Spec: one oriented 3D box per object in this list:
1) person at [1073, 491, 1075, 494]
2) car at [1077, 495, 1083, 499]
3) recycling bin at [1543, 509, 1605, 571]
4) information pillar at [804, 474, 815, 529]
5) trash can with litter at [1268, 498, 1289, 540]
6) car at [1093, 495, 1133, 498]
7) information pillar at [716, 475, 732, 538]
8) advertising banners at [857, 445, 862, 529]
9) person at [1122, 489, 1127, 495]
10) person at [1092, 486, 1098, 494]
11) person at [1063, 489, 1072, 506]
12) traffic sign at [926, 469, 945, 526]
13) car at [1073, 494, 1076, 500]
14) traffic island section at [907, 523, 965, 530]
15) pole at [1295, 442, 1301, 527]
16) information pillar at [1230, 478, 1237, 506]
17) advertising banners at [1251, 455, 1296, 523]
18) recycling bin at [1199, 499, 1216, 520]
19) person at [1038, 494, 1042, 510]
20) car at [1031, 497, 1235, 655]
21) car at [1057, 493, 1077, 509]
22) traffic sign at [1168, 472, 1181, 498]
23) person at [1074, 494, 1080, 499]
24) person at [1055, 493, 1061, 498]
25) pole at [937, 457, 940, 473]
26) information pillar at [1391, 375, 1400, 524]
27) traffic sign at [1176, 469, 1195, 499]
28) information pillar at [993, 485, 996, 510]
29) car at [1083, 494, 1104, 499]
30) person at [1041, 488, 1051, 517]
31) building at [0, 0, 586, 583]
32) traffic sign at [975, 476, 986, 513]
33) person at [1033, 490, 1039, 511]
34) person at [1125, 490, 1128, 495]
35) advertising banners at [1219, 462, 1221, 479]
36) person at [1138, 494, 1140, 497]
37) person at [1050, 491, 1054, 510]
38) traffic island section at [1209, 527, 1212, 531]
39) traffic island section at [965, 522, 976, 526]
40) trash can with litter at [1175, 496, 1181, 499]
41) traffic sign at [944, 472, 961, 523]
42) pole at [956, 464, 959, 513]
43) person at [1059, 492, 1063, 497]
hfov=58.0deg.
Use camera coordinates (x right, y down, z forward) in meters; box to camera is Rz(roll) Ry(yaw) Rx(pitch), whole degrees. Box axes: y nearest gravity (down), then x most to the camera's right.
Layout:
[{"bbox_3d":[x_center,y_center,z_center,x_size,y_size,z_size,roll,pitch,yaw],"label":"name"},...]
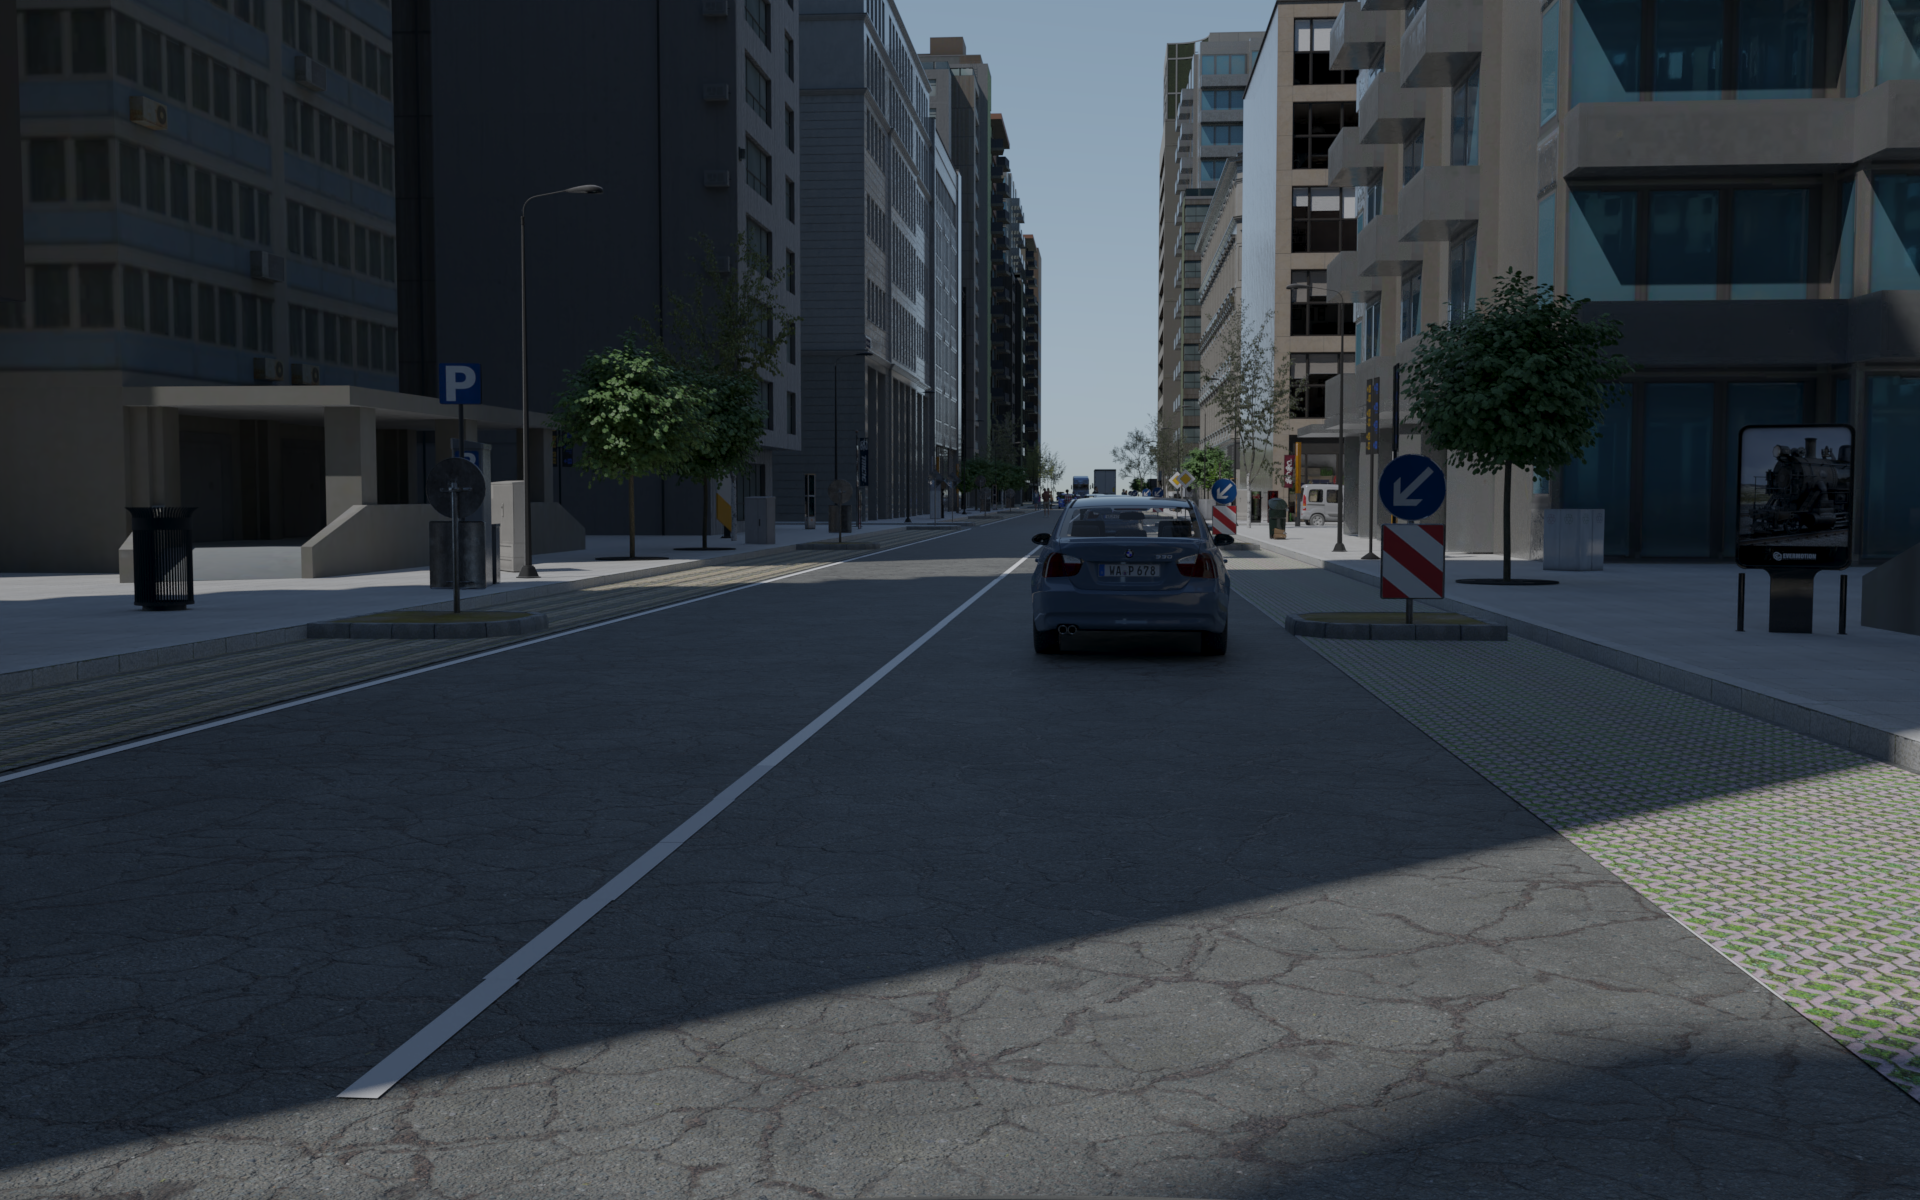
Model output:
[{"bbox_3d":[13.935,-12.343,210.864,0.434,1.755,0.990,2,4,30],"label":"person"},{"bbox_3d":[13.507,-11.710,204.043,1.945,1.354,3.894,0,4,7],"label":"car"},{"bbox_3d":[10.324,-1.014,29.140,0.722,1.027,0.722,-2,4,-34],"label":"recycling bin"},{"bbox_3d":[-5.458,-3.579,63.002,0.304,2.012,0.304,-2,4,-30],"label":"information pillar"},{"bbox_3d":[9.069,-2.300,48.990,0.624,1.170,1.055,0,4,0],"label":"trash can with litter"},{"bbox_3d":[4.627,-2.449,52.037,2.014,1.417,4.499,0,4,6],"label":"car"},{"bbox_3d":[-6.819,-3.593,50.105,0.504,3.616,0.183,-3,4,-38],"label":"information pillar"},{"bbox_3d":[-3.682,-4.099,63.205,0.090,3.025,2.074,0,4,1],"label":"advertising banners"},{"bbox_3d":[13.112,-7.969,138.573,0.755,1.850,0.659,-1,4,-11],"label":"person"},{"bbox_3d":[8.349,-5.989,105.783,0.474,1.900,0.648,-3,4,-36],"label":"person"},{"bbox_3d":[6.290,-5.583,100.612,0.563,1.720,0.643,-2,4,-35],"label":"person"},{"bbox_3d":[-1.003,-4.060,70.028,0.795,2.450,0.064,0,4,5],"label":"traffic sign"},{"bbox_3d":[12.165,-11.070,193.003,2.014,1.417,4.499,0,4,4],"label":"car"},{"bbox_3d":[-1.028,-2.924,70.092,2.009,0.180,2.903,0,4,5],"label":"traffic island section"},{"bbox_3d":[13.349,-4.559,68.381,0.158,3.312,0.155,0,3,0],"label":"pole"},{"bbox_3d":[12.770,-4.667,80.801,0.304,2.012,0.304,1,4,12],"label":"information pillar"},{"bbox_3d":[13.864,-4.934,76.866,2.074,3.025,0.090,0,4,-4],"label":"advertising banners"},{"bbox_3d":[12.317,-4.485,85.890,0.722,1.027,0.722,-1,4,-23],"label":"recycling bin"},{"bbox_3d":[7.048,-8.722,154.323,0.991,1.433,0.599,1,4,23],"label":"person"},{"bbox_3d":[1.663,-0.292,16.773,2.014,1.417,4.499,0,4,6],"label":"car"},{"bbox_3d":[10.489,-9.804,169.894,1.945,1.707,3.694,0,4,3],"label":"car"},{"bbox_3d":[9.670,-4.495,77.131,0.795,2.450,0.064,0,4,5],"label":"traffic sign"},{"bbox_3d":[11.783,-9.923,173.976,0.697,1.427,0.421,-1,4,-22],"label":"person"},{"bbox_3d":[11.938,-12.055,206.324,1.217,1.736,0.721,1,4,13],"label":"person"},{"bbox_3d":[-1.190,-6.154,94.456,0.158,3.312,0.155,0,3,0],"label":"pole"},{"bbox_3d":[8.527,-2.602,33.904,0.183,3.616,0.504,1,4,18],"label":"information pillar"},{"bbox_3d":[9.004,-4.008,69.174,0.795,2.450,0.064,0,4,5],"label":"traffic sign"},{"bbox_3d":[2.758,-8.185,138.313,0.304,2.012,0.304,0,3,0],"label":"information pillar"},{"bbox_3d":[7.598,-5.339,97.080,2.009,1.686,4.222,0,4,5],"label":"car"},{"bbox_3d":[5.366,-6.028,107.031,0.573,1.828,0.580,3,5,40],"label":"person"},{"bbox_3d":[-25.293,-20.881,33.284,32.217,40.220,23.993,0,4,5],"label":"building"},{"bbox_3d":[1.402,-7.321,119.810,0.768,2.556,0.104,1,4,10],"label":"traffic sign"},{"bbox_3d":[6.578,-8.623,149.513,0.581,1.822,0.654,1,4,15],"label":"person"},{"bbox_3d":[15.492,-9.337,161.185,0.705,1.821,1.348,-1,4,-15],"label":"person"},{"bbox_3d":[14.035,-6.007,94.408,0.090,3.025,2.074,1,4,18],"label":"advertising banners"},{"bbox_3d":[16.559,-9.105,160.620,0.557,1.426,1.065,3,5,43],"label":"person"},{"bbox_3d":[8.484,-9.201,159.644,0.721,1.735,1.217,0,4,-6],"label":"person"},{"bbox_3d":[9.028,-2.873,69.249,2.009,0.180,2.903,0,4,5],"label":"traffic island section"},{"bbox_3d":[-0.362,-3.411,78.050,2.009,0.180,2.903,0,4,5],"label":"traffic island section"},{"bbox_3d":[15.697,-6.999,125.814,0.624,1.170,1.055,-1,4,-16],"label":"trash can with litter"},{"bbox_3d":[-0.338,-4.547,77.986,0.795,2.450,0.064,0,4,5],"label":"traffic sign"},{"bbox_3d":[-0.172,-7.534,117.027,0.158,3.312,0.155,0,3,0],"label":"pole"},{"bbox_3d":[11.829,-11.917,204.127,0.721,1.735,1.217,-1,4,-20],"label":"person"}]
